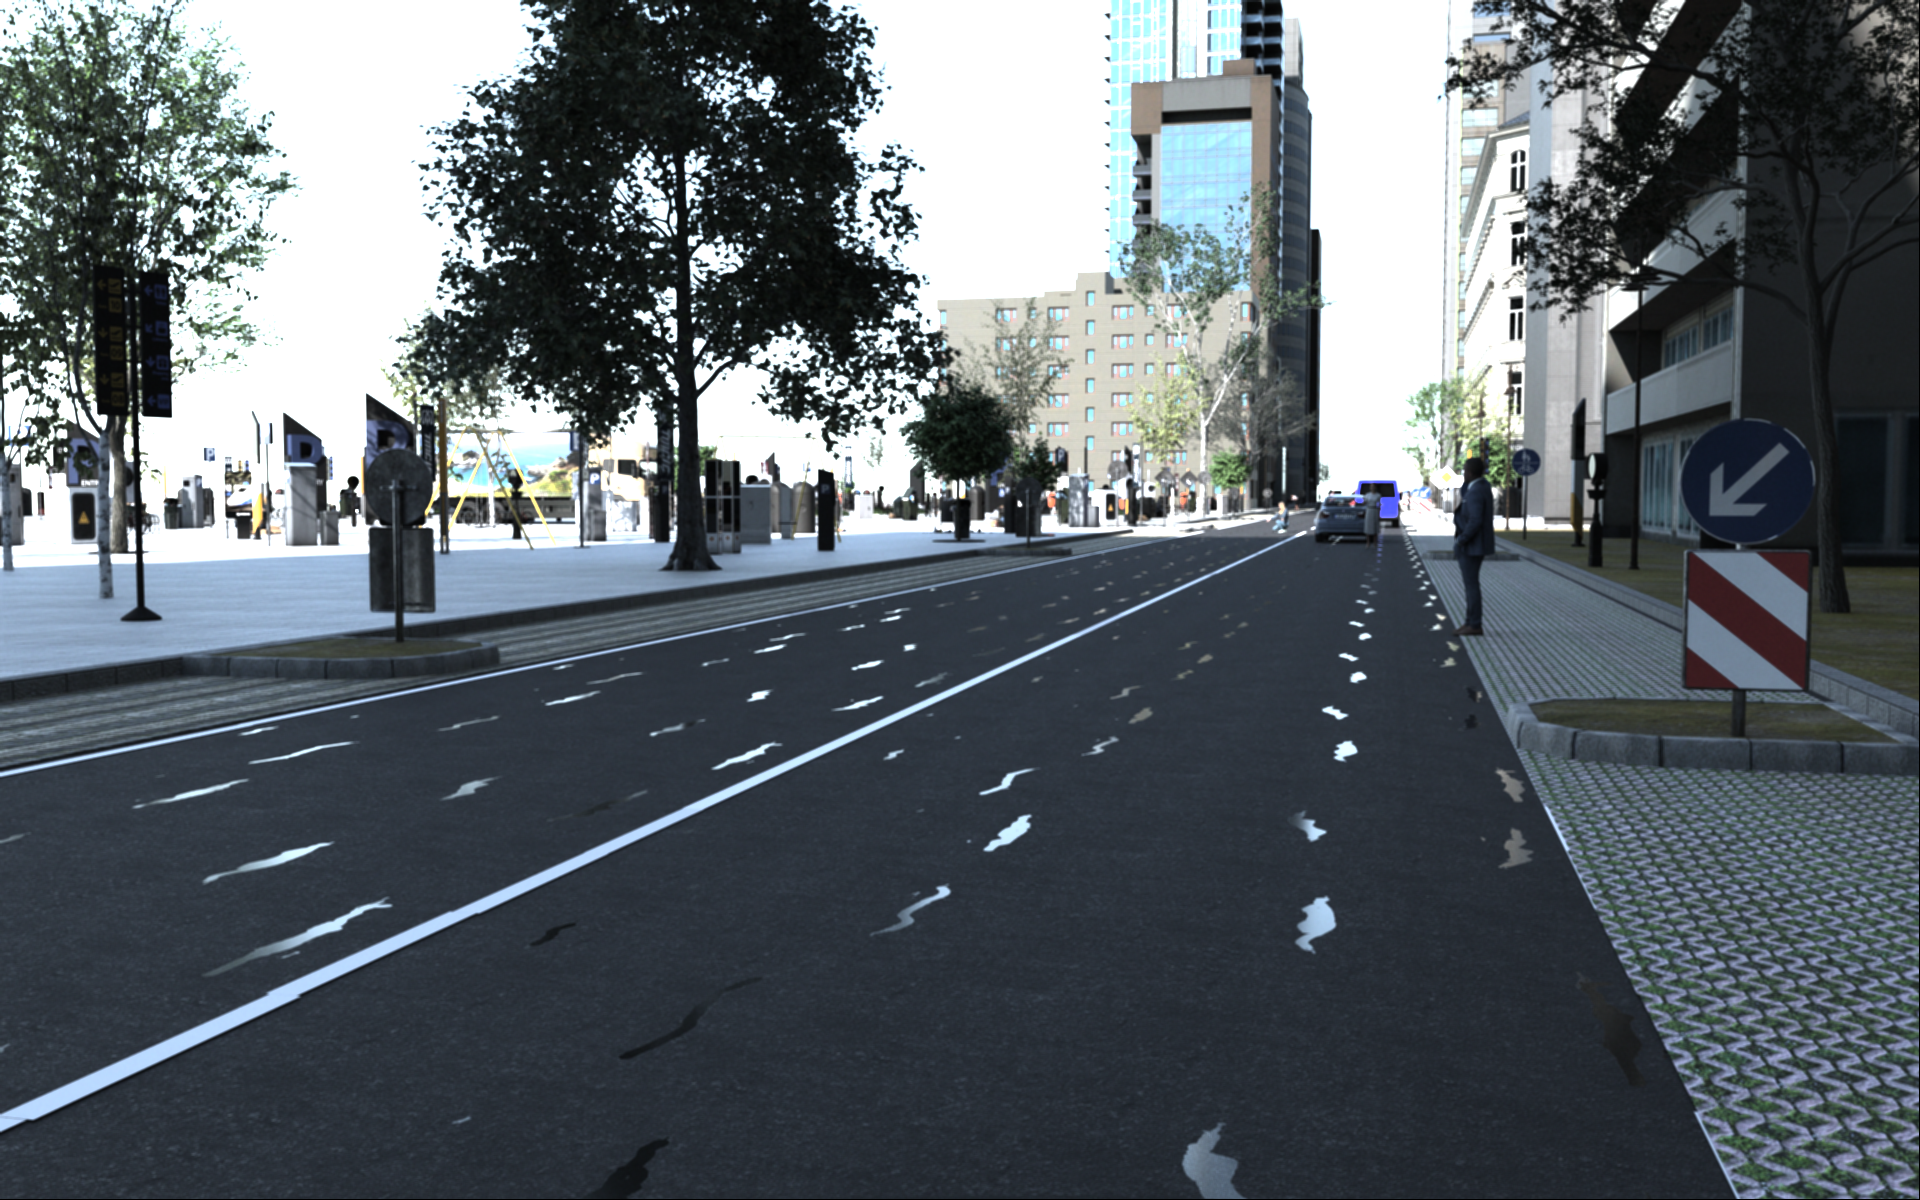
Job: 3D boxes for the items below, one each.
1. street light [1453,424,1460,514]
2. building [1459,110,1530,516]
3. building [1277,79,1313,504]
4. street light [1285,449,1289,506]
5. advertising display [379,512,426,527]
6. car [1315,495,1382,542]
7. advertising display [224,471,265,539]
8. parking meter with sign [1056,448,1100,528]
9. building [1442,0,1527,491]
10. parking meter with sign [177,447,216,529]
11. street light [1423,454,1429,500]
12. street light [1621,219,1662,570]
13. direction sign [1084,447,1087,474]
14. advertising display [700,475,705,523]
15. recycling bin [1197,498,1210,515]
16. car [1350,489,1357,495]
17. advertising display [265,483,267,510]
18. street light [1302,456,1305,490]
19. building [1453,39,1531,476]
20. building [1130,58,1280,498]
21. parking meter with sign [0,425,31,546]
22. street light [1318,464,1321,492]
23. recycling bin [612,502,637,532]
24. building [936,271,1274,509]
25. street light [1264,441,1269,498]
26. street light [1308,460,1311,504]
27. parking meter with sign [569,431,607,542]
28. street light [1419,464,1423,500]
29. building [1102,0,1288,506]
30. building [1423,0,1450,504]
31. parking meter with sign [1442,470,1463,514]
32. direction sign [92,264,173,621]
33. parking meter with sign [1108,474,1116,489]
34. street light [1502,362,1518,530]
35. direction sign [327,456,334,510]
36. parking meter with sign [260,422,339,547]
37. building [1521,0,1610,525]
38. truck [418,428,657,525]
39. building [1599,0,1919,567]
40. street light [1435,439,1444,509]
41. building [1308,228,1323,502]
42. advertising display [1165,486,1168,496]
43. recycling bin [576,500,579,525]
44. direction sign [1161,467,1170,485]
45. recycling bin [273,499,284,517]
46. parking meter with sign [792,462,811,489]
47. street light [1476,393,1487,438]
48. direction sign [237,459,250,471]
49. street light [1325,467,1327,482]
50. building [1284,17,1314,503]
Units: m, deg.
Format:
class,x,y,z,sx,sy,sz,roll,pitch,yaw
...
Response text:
class,x,y,z,sx,sy,sz,roll,pitch,yaw
street light,31.714,-8.444,110.852,0.468,5.910,1.993,1,4,14
building,43.865,-20.954,119.011,17.030,29.872,44.131,1,4,14
building,38.023,-42.933,243.955,21.231,58.520,28.212,1,4,14
street light,33.912,-12.641,179.467,0.468,5.910,1.993,1,4,14
advertising display,-12.130,-1.985,37.665,0.974,1.923,0.123,-1,4,-20
car,11.808,-2.495,52.801,2.014,1.417,4.499,1,4,16
advertising display,-20.384,-2.693,49.246,0.974,1.923,0.123,-1,4,-19
parking meter with sign,4.513,-4.257,65.862,1.738,3.016,0.543,2,4,35
building,60.977,-38.919,178.329,21.231,58.520,28.212,1,4,14
parking meter with sign,-28.501,-4.162,64.313,1.738,3.016,0.543,1,4,19
street light,49.968,-12.967,184.805,0.468,5.910,1.993,1,4,14
street light,11.487,-3.459,29.341,0.468,5.910,1.993,1,4,14
direction sign,6.115,-5.641,84.235,0.379,3.537,0.876,1,4,10
advertising display,-8.508,-3.283,58.896,0.974,1.923,0.123,-1,4,-20
recycling bin,15.079,-5.788,107.186,0.722,1.027,0.722,1,4,16
car,28.402,-6.888,121.294,2.281,1.827,5.304,1,4,16
advertising display,-40.657,-5.872,101.214,0.123,1.923,0.974,-1,4,-10
street light,41.987,-14.620,211.826,0.468,5.910,1.993,1,4,14
building,52.803,-29.076,158.981,14.154,41.232,14.086,1,4,14
building,26.239,-32.628,183.572,14.600,45.320,14.200,1,4,14
parking meter with sign,-23.651,-2.849,42.846,0.543,3.016,1.738,0,4,-1
street light,54.114,-17.607,260.665,0.468,5.910,1.993,1,4,14
recycling bin,-11.356,-2.819,58.648,0.722,1.027,0.722,0,4,2
building,14.774,-19.524,164.259,27.650,21.520,28.899,1,4,14
street light,26.088,-10.707,147.844,0.468,5.910,1.993,1,4,14
street light,46.229,-15.674,229.058,0.468,5.910,1.993,1,4,14
parking meter with sign,-10.113,-3.124,47.334,0.543,3.016,1.738,-2,4,-31
street light,57.820,-14.901,216.421,0.468,5.910,1.993,1,4,14
building,28.218,-54.582,205.086,22.319,86.520,31.000,1,4,14
building,74.425,-48.795,236.051,20.563,71.187,20.611,1,4,14
parking meter with sign,32.520,-7.188,113.780,1.738,3.016,0.543,-2,4,-26
direction sign,-8.340,-1.562,17.537,0.379,3.537,0.876,2,4,26
parking meter with sign,11.877,-8.114,128.930,1.738,3.016,0.543,-2,4,-32
street light,19.321,-5.393,60.961,0.468,5.910,1.993,1,4,14
direction sign,-37.170,-6.729,102.016,0.876,3.537,0.379,2,4,33
parking meter with sign,-16.180,-2.829,42.523,0.543,3.016,1.738,3,5,44
building,36.903,-17.091,72.951,24.014,27.812,14.314,1,4,14
truck,-17.816,-5.270,75.084,11.283,4.237,2.839,1,4,14
building,26.770,-25.290,37.188,21.300,48.544,21.600,1,4,14
street light,39.539,-10.378,142.474,0.468,5.910,1.993,1,4,14
building,51.944,-38.786,284.260,14.600,45.320,14.200,1,4,14
advertising display,16.918,-8.364,141.963,0.123,1.923,0.974,1,4,19
recycling bin,-15.428,-3.596,71.341,0.722,1.027,0.722,-1,4,-9
direction sign,17.482,-9.514,147.546,0.876,3.537,0.379,3,5,39
recycling bin,-37.532,-5.085,95.692,0.722,1.027,0.722,-1,4,-15
parking meter with sign,-8.930,-6.087,95.782,0.543,3.016,1.738,-3,5,-39
street light,23.761,-6.501,79.077,0.468,5.910,1.993,1,4,14
direction sign,-46.876,-7.425,113.402,0.876,3.537,0.379,1,4,12
street light,61.891,-19.564,292.661,0.468,5.910,1.993,1,4,14
building,44.293,-50.699,267.182,20.563,71.187,20.611,1,4,14
